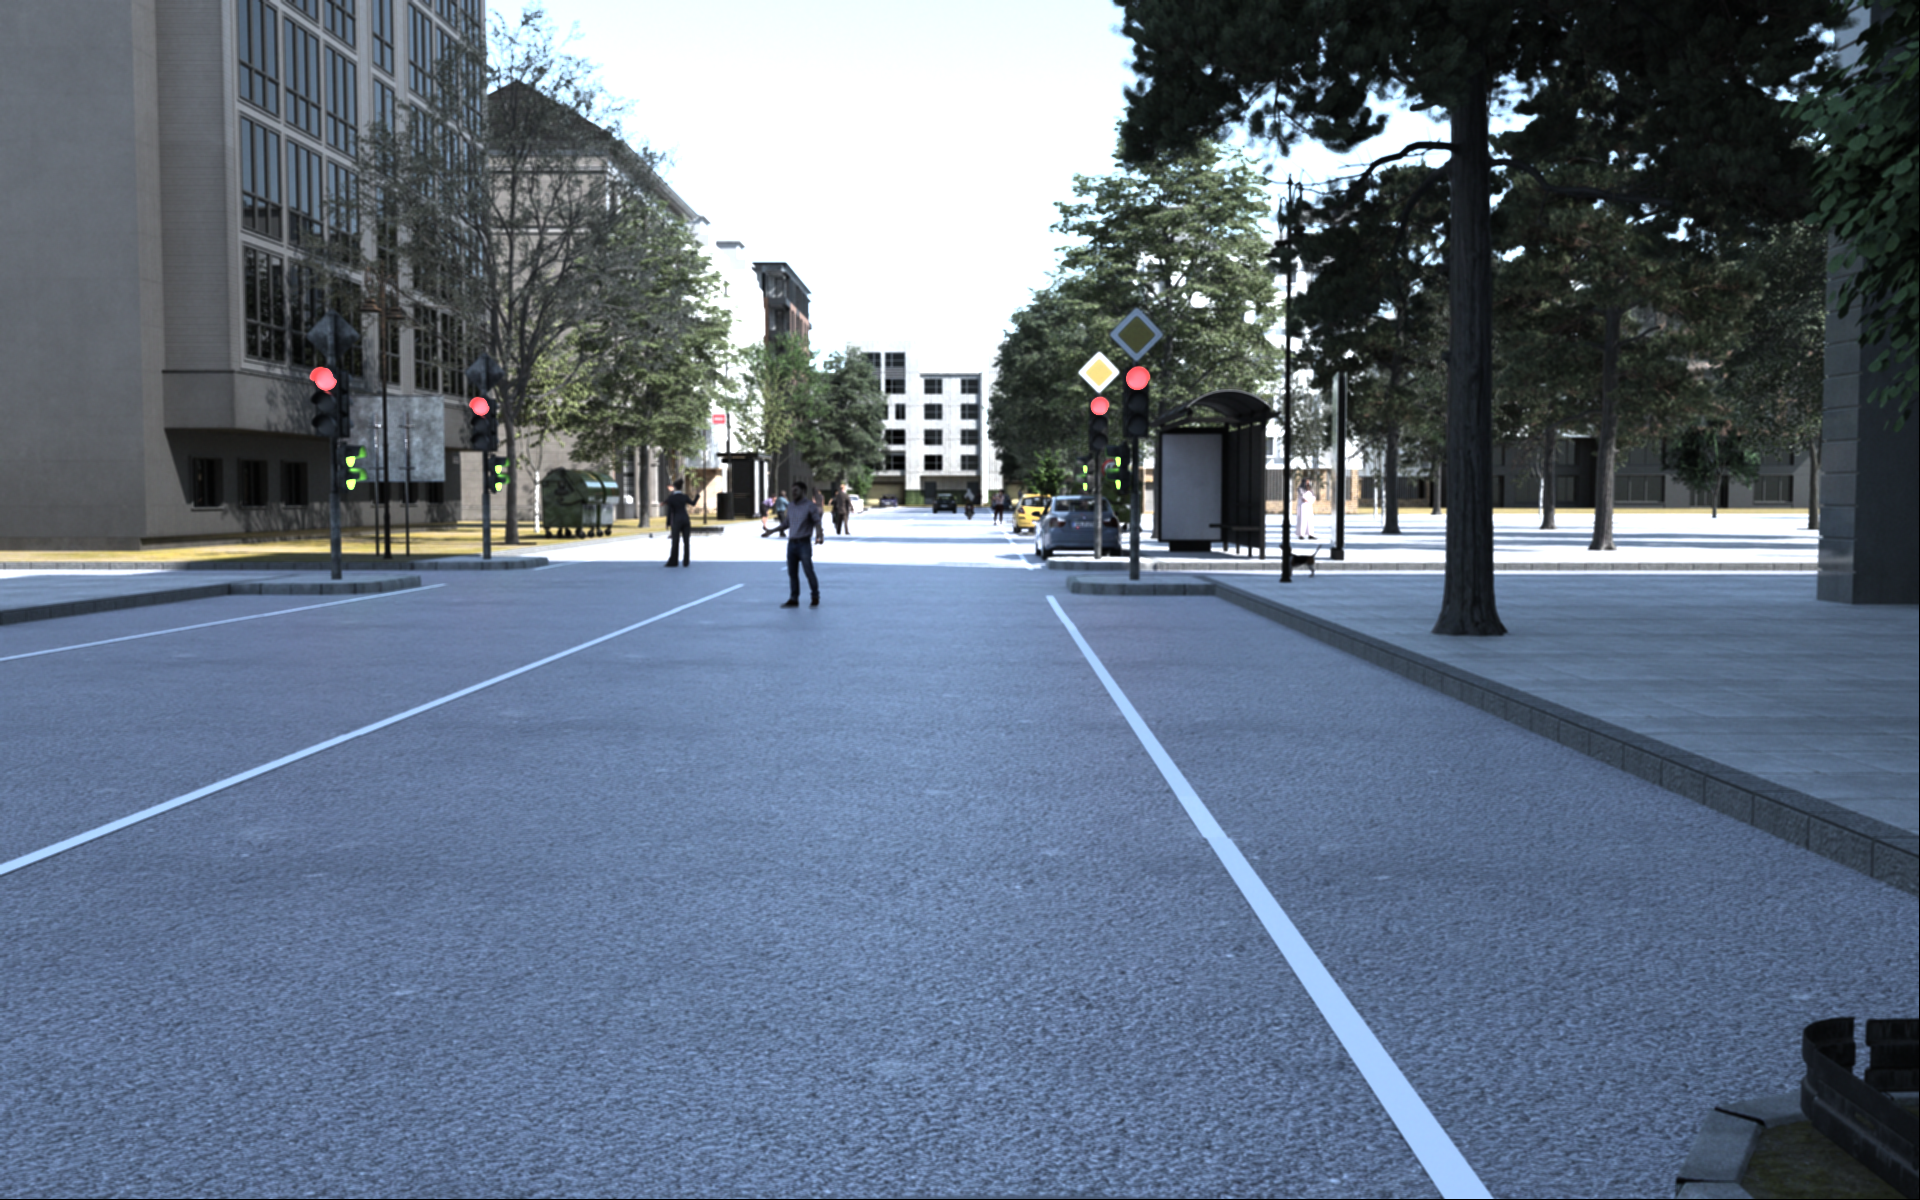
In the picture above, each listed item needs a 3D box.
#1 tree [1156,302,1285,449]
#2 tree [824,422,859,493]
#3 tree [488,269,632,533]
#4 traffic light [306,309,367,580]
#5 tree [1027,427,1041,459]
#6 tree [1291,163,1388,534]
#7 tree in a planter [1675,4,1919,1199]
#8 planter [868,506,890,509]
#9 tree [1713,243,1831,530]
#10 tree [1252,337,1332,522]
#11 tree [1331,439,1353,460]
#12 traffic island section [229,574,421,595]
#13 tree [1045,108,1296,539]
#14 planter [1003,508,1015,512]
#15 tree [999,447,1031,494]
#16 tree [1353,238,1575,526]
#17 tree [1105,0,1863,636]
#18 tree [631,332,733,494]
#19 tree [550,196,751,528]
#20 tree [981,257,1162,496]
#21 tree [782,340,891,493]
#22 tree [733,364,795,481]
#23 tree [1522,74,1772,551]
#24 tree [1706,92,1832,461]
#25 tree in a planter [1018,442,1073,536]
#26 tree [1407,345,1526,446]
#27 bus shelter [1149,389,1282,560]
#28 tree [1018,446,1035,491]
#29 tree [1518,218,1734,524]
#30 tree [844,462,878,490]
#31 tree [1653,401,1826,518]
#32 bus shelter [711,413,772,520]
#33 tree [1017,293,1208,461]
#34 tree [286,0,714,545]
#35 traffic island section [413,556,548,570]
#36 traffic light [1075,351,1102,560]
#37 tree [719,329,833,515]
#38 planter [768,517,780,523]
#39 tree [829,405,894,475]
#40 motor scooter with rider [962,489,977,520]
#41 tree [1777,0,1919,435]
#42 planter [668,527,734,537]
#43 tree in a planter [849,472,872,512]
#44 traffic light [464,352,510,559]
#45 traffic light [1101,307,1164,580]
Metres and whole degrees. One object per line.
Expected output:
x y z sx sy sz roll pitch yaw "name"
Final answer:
9.995 -7.110 66.618 4.737 8.622 4.395 0 3 0 "tree"
-10.627 -12.590 156.206 4.737 8.622 4.395 0 3 0 "tree"
-14.023 -6.546 57.395 4.737 8.622 4.395 0 3 0 "tree"
-9.364 -2.245 25.944 0.839 4.213 0.868 0 4 1 "traffic light"
6.466 -11.071 131.378 4.360 8.622 3.978 0 3 0 "tree"
13.937 -8.168 55.607 6.751 12.117 7.091 0 3 0 "tree"
2.386 -0.347 2.898 1.991 3.239 1.994 0 4 1 "tree in a planter"
-7.616 -8.664 162.795 1.991 0.319 1.994 0 4 1 "planter"
30.671 -8.326 61.888 9.928 11.665 9.643 0 3 0 "tree"
15.413 -7.895 79.441 4.360 8.622 3.978 0 3 0 "tree"
17.099 -7.296 69.650 4.360 8.622 3.978 0 3 0 "tree"
-9.404 -0.232 26.077 2.009 0.180 2.903 0 4 1 "traffic island section"
6.098 -8.025 49.333 7.486 12.596 7.792 0 3 0 "tree"
3.818 -7.090 137.058 1.991 0.319 1.994 0 4 1 "planter"
6.822 -15.164 169.990 6.751 12.117 7.091 0 3 0 "tree"
13.841 -5.940 47.475 4.360 8.622 3.978 0 3 0 "tree"
4.400 -6.609 15.486 7.806 13.903 7.818 0 3 0 "tree"
-12.920 -7.763 77.286 4.737 8.622 4.395 0 3 0 "tree"
-11.655 -9.039 65.915 7.486 12.596 7.792 0 3 0 "tree"
6.511 -11.492 94.553 9.857 13.997 8.962 0 3 0 "tree"
-10.273 -14.586 145.139 9.857 13.997 8.962 0 3 0 "tree"
-11.094 -9.051 98.352 4.737 8.622 4.395 0 3 0 "tree"
14.757 -7.167 39.234 6.751 12.117 7.091 0 3 0 "tree"
25.837 -8.735 49.469 9.857 13.997 8.962 0 3 0 "tree"
2.999 -3.799 59.334 1.991 3.239 1.994 0 4 1 "tree in a planter"
28.204 -10.350 94.985 9.928 11.665 9.643 0 3 0 "tree"
5.191 -2.579 36.084 2.014 3.302 5.546 0 4 0 "bus shelter"
6.162 -11.645 140.765 4.737 8.622 4.395 0 3 0 "tree"
28.341 -10.085 75.262 12.009 13.543 11.850 0 3 0 "tree"
-9.761 -11.433 170.644 4.285 4.588 4.351 0 3 0 "tree"
48.088 -7.834 90.994 20.602 7.101 11.467 -1 4 -9 "tree"
-11.228 -6.800 88.809 2.179 5.291 8.768 0 4 1 "bus shelter"
6.385 -8.606 75.119 8.767 10.594 7.601 -2 4 -29 "tree"
-11.292 -8.133 43.347 12.009 13.543 11.850 0 3 0 "tree"
-9.319 -0.721 34.062 2.009 0.180 2.903 0 4 1 "traffic island section"
2.682 -2.726 33.817 0.839 4.213 0.868 0 4 1 "traffic light"
-11.476 -11.170 108.389 9.928 11.665 9.643 0 3 0 "tree"
-8.438 -3.960 85.880 1.991 0.319 1.994 0 4 1 "planter"
-10.213 -14.852 177.248 7.601 10.594 8.767 0 4 8 "tree"
0.556 -5.303 95.663 0.876 1.779 1.986 0 4 1 "motor scooter with rider"
5.550 -1.489 8.067 4.285 4.588 4.351 0 3 0 "tree"
-8.730 -2.297 58.701 1.991 0.319 1.994 0 4 1 "planter"
-7.899 -8.474 135.764 1.991 3.239 1.994 0 4 1 "tree in a planter"
-9.279 -2.733 33.928 0.839 4.213 0.868 0 4 1 "traffic light"
2.597 -2.238 25.832 0.839 4.213 0.868 0 4 1 "traffic light"
